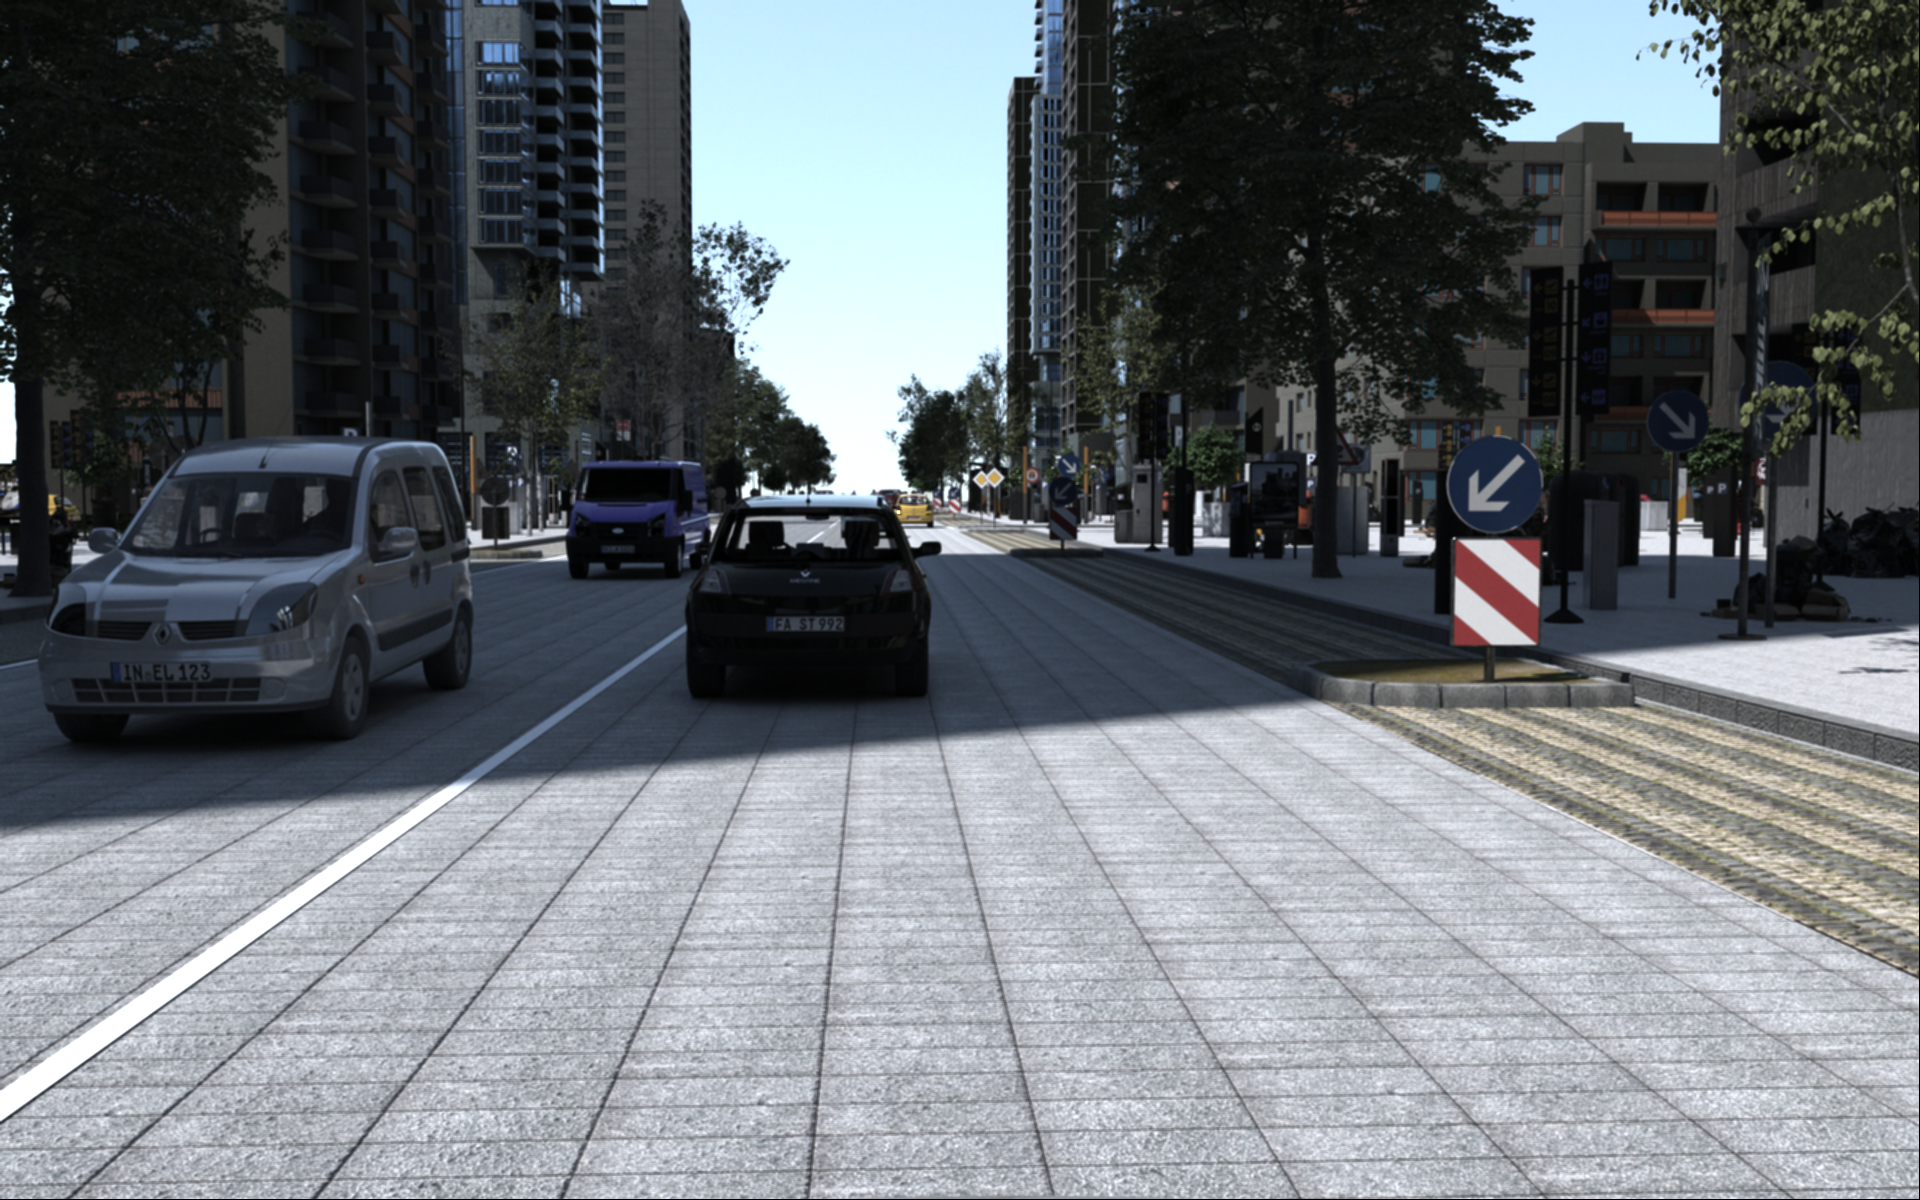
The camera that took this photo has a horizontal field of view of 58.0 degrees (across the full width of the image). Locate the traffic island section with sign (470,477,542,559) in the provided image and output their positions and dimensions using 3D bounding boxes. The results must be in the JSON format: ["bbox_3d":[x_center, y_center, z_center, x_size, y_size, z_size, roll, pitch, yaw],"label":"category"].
[{"bbox_3d":[-10.420,-1.836,38.642,1.989,1.847,2.006,0,4,-3],"label":"traffic island section with sign"}]

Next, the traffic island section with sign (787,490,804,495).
[{"bbox_3d":[-16.769,-9.987,171.908,1.989,1.847,2.006,0,4,-3],"label":"traffic island section with sign"}]

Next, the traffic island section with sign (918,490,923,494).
[{"bbox_3d":[-1.748,-6.921,121.781,1.989,1.847,2.006,0,4,-3],"label":"traffic island section with sign"}]

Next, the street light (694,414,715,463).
[{"bbox_3d":[-14.813,-7.806,100.161,1.470,5.913,1.316,0,4,-3],"label":"street light"}]

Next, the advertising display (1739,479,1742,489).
[{"bbox_3d":[34.183,-4.348,76.295,0.123,1.923,0.974,0,4,-8],"label":"advertising display"}]

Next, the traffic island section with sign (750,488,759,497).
[{"bbox_3d":[-14.384,-6.920,121.764,1.989,1.847,2.006,0,4,-3],"label":"traffic island section with sign"}]

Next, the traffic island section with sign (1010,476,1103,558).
[{"bbox_3d":[2.169,-1.897,39.643,1.989,1.847,2.006,0,4,-3],"label":"traffic island section with sign"}]

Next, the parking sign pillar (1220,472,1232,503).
[{"bbox_3d":[13.304,-6.002,86.612,1.447,3.967,1.447,0,4,-1],"label":"parking sign pillar"}]

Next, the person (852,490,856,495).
[{"bbox_3d":[-11.186,-10.730,183.810,0.709,1.838,0.599,-3,5,-40],"label":"person"}]

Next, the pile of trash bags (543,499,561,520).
[{"bbox_3d":[-19.588,-4.696,86.530,1.912,1.369,3.447,1,4,15],"label":"pile of trash bags"}]

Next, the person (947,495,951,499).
[{"bbox_3d":[-1.351,-13.522,229.460,0.709,1.838,0.599,-1,4,-18],"label":"person"}]

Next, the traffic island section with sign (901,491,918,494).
[{"bbox_3d":[-5.438,-11.651,199.127,1.989,1.847,2.006,0,4,-3],"label":"traffic island section with sign"}]

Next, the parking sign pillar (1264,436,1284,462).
[{"bbox_3d":[14.409,-5.576,79.632,1.447,3.967,1.447,2,4,33],"label":"parking sign pillar"}]

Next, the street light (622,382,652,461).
[{"bbox_3d":[-13.417,-6.069,71.767,1.470,5.913,1.316,0,4,-3],"label":"street light"}]

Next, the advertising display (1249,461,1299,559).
[{"bbox_3d":[6.236,-1.786,34.419,0.974,1.923,0.123,1,4,12],"label":"advertising display"}]

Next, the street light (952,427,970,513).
[{"bbox_3d":[0.108,-8.962,119.067,1.470,5.913,1.316,0,4,-3],"label":"street light"}]

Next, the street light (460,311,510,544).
[{"bbox_3d":[-12.118,-4.376,44.089,1.470,5.913,1.316,0,4,-3],"label":"street light"}]

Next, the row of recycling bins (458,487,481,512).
[{"bbox_3d":[-29.551,-5.958,104.523,3.534,1.692,1.069,-2,4,-28],"label":"row of recycling bins"}]

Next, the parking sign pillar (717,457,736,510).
[{"bbox_3d":[-16.652,-8.264,123.581,1.447,3.967,1.447,0,4,0],"label":"parking sign pillar"}]

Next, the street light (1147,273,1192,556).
[{"bbox_3d":[4.103,-3.868,35.789,1.470,5.913,1.316,0,4,-3],"label":"street light"}]

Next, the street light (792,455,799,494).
[{"bbox_3d":[-19.590,-14.116,203.338,1.470,5.913,1.316,0,4,-3],"label":"street light"}]

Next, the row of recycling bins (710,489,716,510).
[{"bbox_3d":[-20.232,-8.110,139.712,3.534,1.692,1.069,-1,4,-22],"label":"row of recycling bins"}]

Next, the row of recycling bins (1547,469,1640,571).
[{"bbox_3d":[11.054,-1.415,30.248,1.069,1.692,3.534,2,4,34],"label":"row of recycling bins"}]

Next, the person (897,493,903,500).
[{"bbox_3d":[-3.622,-5.751,105.127,0.503,1.515,0.523,-2,4,-29],"label":"person"}]

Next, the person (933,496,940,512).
[{"bbox_3d":[-1.877,-7.808,137.006,0.563,1.720,0.643,-1,4,-14],"label":"person"}]

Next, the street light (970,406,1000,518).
[{"bbox_3d":[1.412,-7.273,91.460,1.470,5.913,1.316,0,4,-3],"label":"street light"}]

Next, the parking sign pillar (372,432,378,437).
[{"bbox_3d":[-25.163,-5.343,75.831,1.447,3.967,1.447,1,4,18],"label":"parking sign pillar"}]

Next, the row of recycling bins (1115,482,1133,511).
[{"bbox_3d":[5.971,-3.278,60.715,1.069,1.692,3.534,0,4,8],"label":"row of recycling bins"}]

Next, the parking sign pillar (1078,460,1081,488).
[{"bbox_3d":[8.983,-8.986,135.389,1.447,3.967,1.447,2,4,29],"label":"parking sign pillar"}]

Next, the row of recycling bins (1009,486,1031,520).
[{"bbox_3d":[2.963,-4.828,86.056,1.069,1.692,3.534,0,4,-4],"label":"row of recycling bins"}]

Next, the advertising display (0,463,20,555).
[{"bbox_3d":[-19.801,-1.907,36.400,0.974,1.923,0.123,1,4,19],"label":"advertising display"}]

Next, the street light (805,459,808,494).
[{"bbox_3d":[-21.123,-15.867,231.958,1.470,5.913,1.316,0,4,-3],"label":"street light"}]

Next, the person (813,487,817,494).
[{"bbox_3d":[-8.902,-6.021,106.808,0.748,1.841,0.638,1,4,22],"label":"person"}]

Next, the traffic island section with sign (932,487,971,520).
[{"bbox_3d":[-0.442,-5.241,94.320,1.989,1.847,2.006,0,4,-3],"label":"traffic island section with sign"}]

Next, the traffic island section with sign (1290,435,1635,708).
[{"bbox_3d":[3.465,-0.234,12.451,1.989,1.847,2.006,0,4,-3],"label":"traffic island section with sign"}]

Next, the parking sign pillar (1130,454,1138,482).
[{"bbox_3d":[11.880,-7.812,116.195,1.447,3.967,1.447,-1,4,-17],"label":"parking sign pillar"}]

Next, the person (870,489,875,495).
[{"bbox_3d":[-6.508,-7.521,131.651,0.590,1.801,0.661,-3,5,-39],"label":"person"}]

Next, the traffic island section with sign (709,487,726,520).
[{"bbox_3d":[-13.089,-5.273,94.840,1.989,1.847,2.006,0,4,-3],"label":"traffic island section with sign"}]

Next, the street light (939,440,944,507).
[{"bbox_3d":[-1.208,-10.691,147.335,1.470,5.913,1.316,0,4,-3],"label":"street light"}]

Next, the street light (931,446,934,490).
[{"bbox_3d":[-2.252,-11.980,168.409,1.470,5.913,1.316,0,4,-3],"label":"street light"}]

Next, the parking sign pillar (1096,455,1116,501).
[{"bbox_3d":[9.788,-7.825,116.407,1.447,3.967,1.447,-2,4,-24],"label":"parking sign pillar"}]

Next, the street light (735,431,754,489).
[{"bbox_3d":[-16.106,-9.528,128.322,1.470,5.913,1.316,0,4,-3],"label":"street light"}]

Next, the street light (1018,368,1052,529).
[{"bbox_3d":[2.826,-5.590,63.930,1.470,5.913,1.316,0,4,-3],"label":"street light"}]

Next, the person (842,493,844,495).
[{"bbox_3d":[-19.549,-17.189,290.344,0.445,1.727,0.742,3,5,41],"label":"person"}]

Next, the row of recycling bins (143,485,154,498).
[{"bbox_3d":[-36.949,-4.595,82.238,3.534,1.692,1.069,0,4,-5],"label":"row of recycling bins"}]

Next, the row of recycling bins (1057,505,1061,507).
[{"bbox_3d":[6.246,-6.194,108.392,3.534,1.692,1.069,0,4,7],"label":"row of recycling bins"}]

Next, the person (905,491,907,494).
[{"bbox_3d":[-5.690,-10.505,180.976,1.217,1.735,0.721,2,4,24],"label":"person"}]

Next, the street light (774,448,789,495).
[{"bbox_3d":[-18.336,-12.427,175.728,1.470,5.913,1.316,0,4,-3],"label":"street light"}]

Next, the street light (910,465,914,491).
[{"bbox_3d":[-6.161,-17.027,250.933,1.470,5.913,1.316,0,4,-3],"label":"street light"}]
